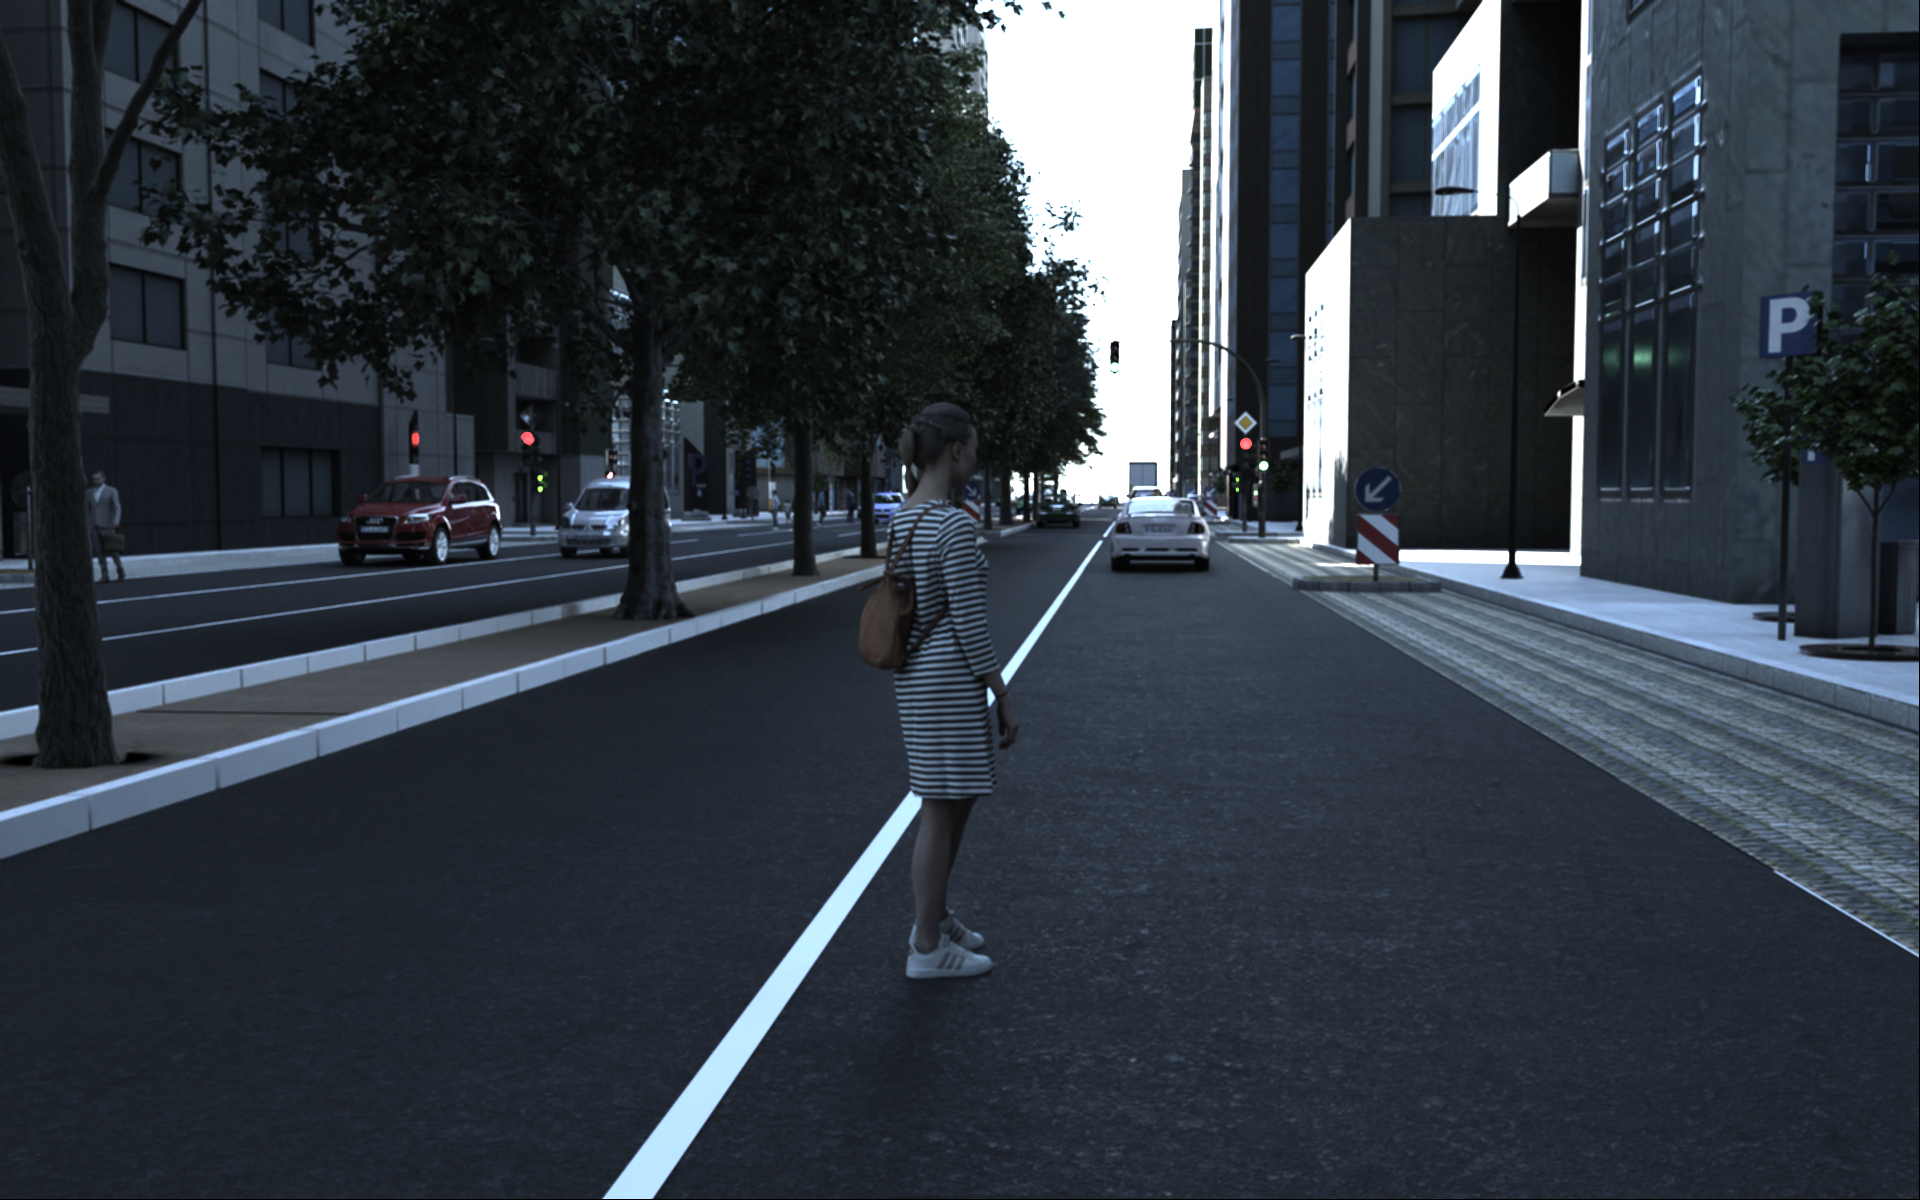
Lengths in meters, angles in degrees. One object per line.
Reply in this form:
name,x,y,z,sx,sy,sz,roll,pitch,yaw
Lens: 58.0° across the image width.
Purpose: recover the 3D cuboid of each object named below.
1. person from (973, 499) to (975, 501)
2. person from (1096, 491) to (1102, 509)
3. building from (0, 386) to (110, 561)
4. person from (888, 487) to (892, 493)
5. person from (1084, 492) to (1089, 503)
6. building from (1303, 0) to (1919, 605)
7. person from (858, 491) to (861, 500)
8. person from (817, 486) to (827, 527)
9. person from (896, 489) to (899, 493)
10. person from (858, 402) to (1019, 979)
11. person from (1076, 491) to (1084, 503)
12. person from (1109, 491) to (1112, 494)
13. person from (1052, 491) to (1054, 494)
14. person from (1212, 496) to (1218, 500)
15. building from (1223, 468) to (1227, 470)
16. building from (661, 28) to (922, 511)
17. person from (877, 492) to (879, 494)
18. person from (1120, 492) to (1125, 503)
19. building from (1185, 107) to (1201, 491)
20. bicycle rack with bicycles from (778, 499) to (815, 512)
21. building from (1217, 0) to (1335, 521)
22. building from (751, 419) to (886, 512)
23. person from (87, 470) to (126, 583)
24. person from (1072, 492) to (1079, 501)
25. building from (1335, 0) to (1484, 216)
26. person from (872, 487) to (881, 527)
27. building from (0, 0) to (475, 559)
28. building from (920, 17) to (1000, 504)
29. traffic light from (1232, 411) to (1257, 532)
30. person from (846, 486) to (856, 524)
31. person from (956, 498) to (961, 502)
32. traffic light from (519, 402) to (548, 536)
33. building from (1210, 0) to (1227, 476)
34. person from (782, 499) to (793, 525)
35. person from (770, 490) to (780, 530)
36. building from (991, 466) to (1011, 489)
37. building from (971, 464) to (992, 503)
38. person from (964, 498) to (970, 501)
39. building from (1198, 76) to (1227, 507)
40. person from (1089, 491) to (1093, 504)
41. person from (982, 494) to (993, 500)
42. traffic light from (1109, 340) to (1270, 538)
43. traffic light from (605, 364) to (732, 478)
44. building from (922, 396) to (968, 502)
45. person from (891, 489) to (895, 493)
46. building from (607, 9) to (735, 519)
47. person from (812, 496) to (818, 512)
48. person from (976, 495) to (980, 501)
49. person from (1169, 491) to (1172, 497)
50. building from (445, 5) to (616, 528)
person,1.565,-11.659,199.141,0.705,1.821,1.348,-2,4,-33
person,13.229,-9.581,165.677,0.750,1.759,0.617,0,4,7
building,-30.668,-26.280,18.921,28.713,52.752,27.495,0,4,6
person,-5.986,-8.501,144.906,0.599,1.838,0.709,-1,4,-10
person,20.834,-17.042,287.133,1.348,1.824,0.705,0,4,-2
building,19.675,-43.996,32.002,22.319,86.520,31.000,0,4,6
person,-7.537,-7.775,133.567,0.661,1.777,0.834,-1,4,-12
person,-5.937,-4.000,74.244,0.444,1.785,0.601,0,4,-8
person,-5.320,-8.833,151.184,0.721,1.735,1.217,0,4,-3
person,-0.058,0.266,5.158,0.522,1.701,0.512,-2,4,-29
person,15.904,-13.592,230.713,1.348,1.826,0.705,1,4,20
person,22.540,-15.345,259.255,0.709,1.838,0.599,0,4,-5
person,12.076,-13.260,224.932,0.705,1.869,1.348,-2,4,-35
person,18.986,-7.391,129.486,0.523,1.515,0.503,3,5,44
building,30.282,-30.380,116.319,23.786,49.044,30.456,0,4,6
building,-14.641,-52.180,165.810,22.319,86.520,31.000,0,4,6
person,-6.523,-8.144,142.422,0.697,1.427,0.421,-2,4,-30
person,27.401,-17.397,293.077,0.705,1.807,1.348,-3,5,-44
building,36.580,-32.938,193.156,22.147,44.769,28.867,0,4,6
bicycle rack with bicycles,-11.138,-6.484,119.393,2.925,0.926,2.852,3,5,41
building,20.585,-26.720,86.983,14.600,45.320,14.200,0,4,6
building,-14.048,-30.228,144.336,14.600,45.320,14.200,0,4,6
person,-13.827,-1.182,27.954,0.709,1.813,0.853,0,4,-2
person,13.206,-11.642,199.564,1.217,1.743,0.721,-1,4,-10
building,27.122,-25.083,64.736,28.867,44.769,22.147,0,4,6
person,-3.746,-3.972,74.188,0.760,1.731,0.466,-3,4,-38
building,-26.478,-36.995,43.115,20.611,71.187,20.563,0,4,6
building,-3.962,-50.557,264.853,20.563,71.187,20.611,0,4,6
traffic light,9.660,-4.275,58.811,0.839,4.253,0.868,0,4,6
person,-5.305,-4.608,84.027,0.419,1.800,0.721,3,5,40
person,-0.157,-8.516,148.455,0.721,1.735,1.217,2,4,25
traffic light,-13.093,-3.923,53.058,0.839,4.253,0.868,0,4,6
building,35.927,-34.333,150.577,28.713,52.752,27.495,0,4,6
person,-7.877,-4.010,79.073,0.505,1.210,0.382,-2,4,-28
person,-7.446,-3.622,69.530,0.330,1.601,0.589,-1,4,-18
building,0.903,-31.292,283.327,14.160,30.474,14.107,0,4,6
building,-3.032,-34.499,247.645,14.154,41.232,14.086,0,4,6
person,0.850,-8.988,155.537,0.705,1.814,1.350,-3,4,-38
building,30.852,-29.890,172.295,14.154,41.232,14.086,0,4,6
person,18.023,-14.081,238.584,0.599,1.838,0.709,-1,4,-20
person,2.460,-8.773,152.030,0.705,1.812,1.348,-3,4,-39
traffic light,6.768,-4.665,50.935,4.771,5.953,1.251,0,4,6
traffic light,-10.201,-5.270,60.828,4.771,5.953,1.251,0,4,6
building,-14.091,-21.575,197.783,27.650,21.520,28.899,0,4,6
person,-5.860,-8.665,148.230,0.721,1.766,1.217,2,4,27
building,-24.509,-48.018,97.767,22.319,86.520,31.000,0,4,6
person,-10.335,-6.735,121.660,0.738,1.151,1.012,1,4,9
person,1.368,-7.769,136.458,0.436,1.711,0.756,1,4,14
person,32.962,-16.187,271.506,0.445,1.727,0.742,1,4,15
building,-22.572,-18.123,68.011,14.160,30.474,14.107,0,4,6
